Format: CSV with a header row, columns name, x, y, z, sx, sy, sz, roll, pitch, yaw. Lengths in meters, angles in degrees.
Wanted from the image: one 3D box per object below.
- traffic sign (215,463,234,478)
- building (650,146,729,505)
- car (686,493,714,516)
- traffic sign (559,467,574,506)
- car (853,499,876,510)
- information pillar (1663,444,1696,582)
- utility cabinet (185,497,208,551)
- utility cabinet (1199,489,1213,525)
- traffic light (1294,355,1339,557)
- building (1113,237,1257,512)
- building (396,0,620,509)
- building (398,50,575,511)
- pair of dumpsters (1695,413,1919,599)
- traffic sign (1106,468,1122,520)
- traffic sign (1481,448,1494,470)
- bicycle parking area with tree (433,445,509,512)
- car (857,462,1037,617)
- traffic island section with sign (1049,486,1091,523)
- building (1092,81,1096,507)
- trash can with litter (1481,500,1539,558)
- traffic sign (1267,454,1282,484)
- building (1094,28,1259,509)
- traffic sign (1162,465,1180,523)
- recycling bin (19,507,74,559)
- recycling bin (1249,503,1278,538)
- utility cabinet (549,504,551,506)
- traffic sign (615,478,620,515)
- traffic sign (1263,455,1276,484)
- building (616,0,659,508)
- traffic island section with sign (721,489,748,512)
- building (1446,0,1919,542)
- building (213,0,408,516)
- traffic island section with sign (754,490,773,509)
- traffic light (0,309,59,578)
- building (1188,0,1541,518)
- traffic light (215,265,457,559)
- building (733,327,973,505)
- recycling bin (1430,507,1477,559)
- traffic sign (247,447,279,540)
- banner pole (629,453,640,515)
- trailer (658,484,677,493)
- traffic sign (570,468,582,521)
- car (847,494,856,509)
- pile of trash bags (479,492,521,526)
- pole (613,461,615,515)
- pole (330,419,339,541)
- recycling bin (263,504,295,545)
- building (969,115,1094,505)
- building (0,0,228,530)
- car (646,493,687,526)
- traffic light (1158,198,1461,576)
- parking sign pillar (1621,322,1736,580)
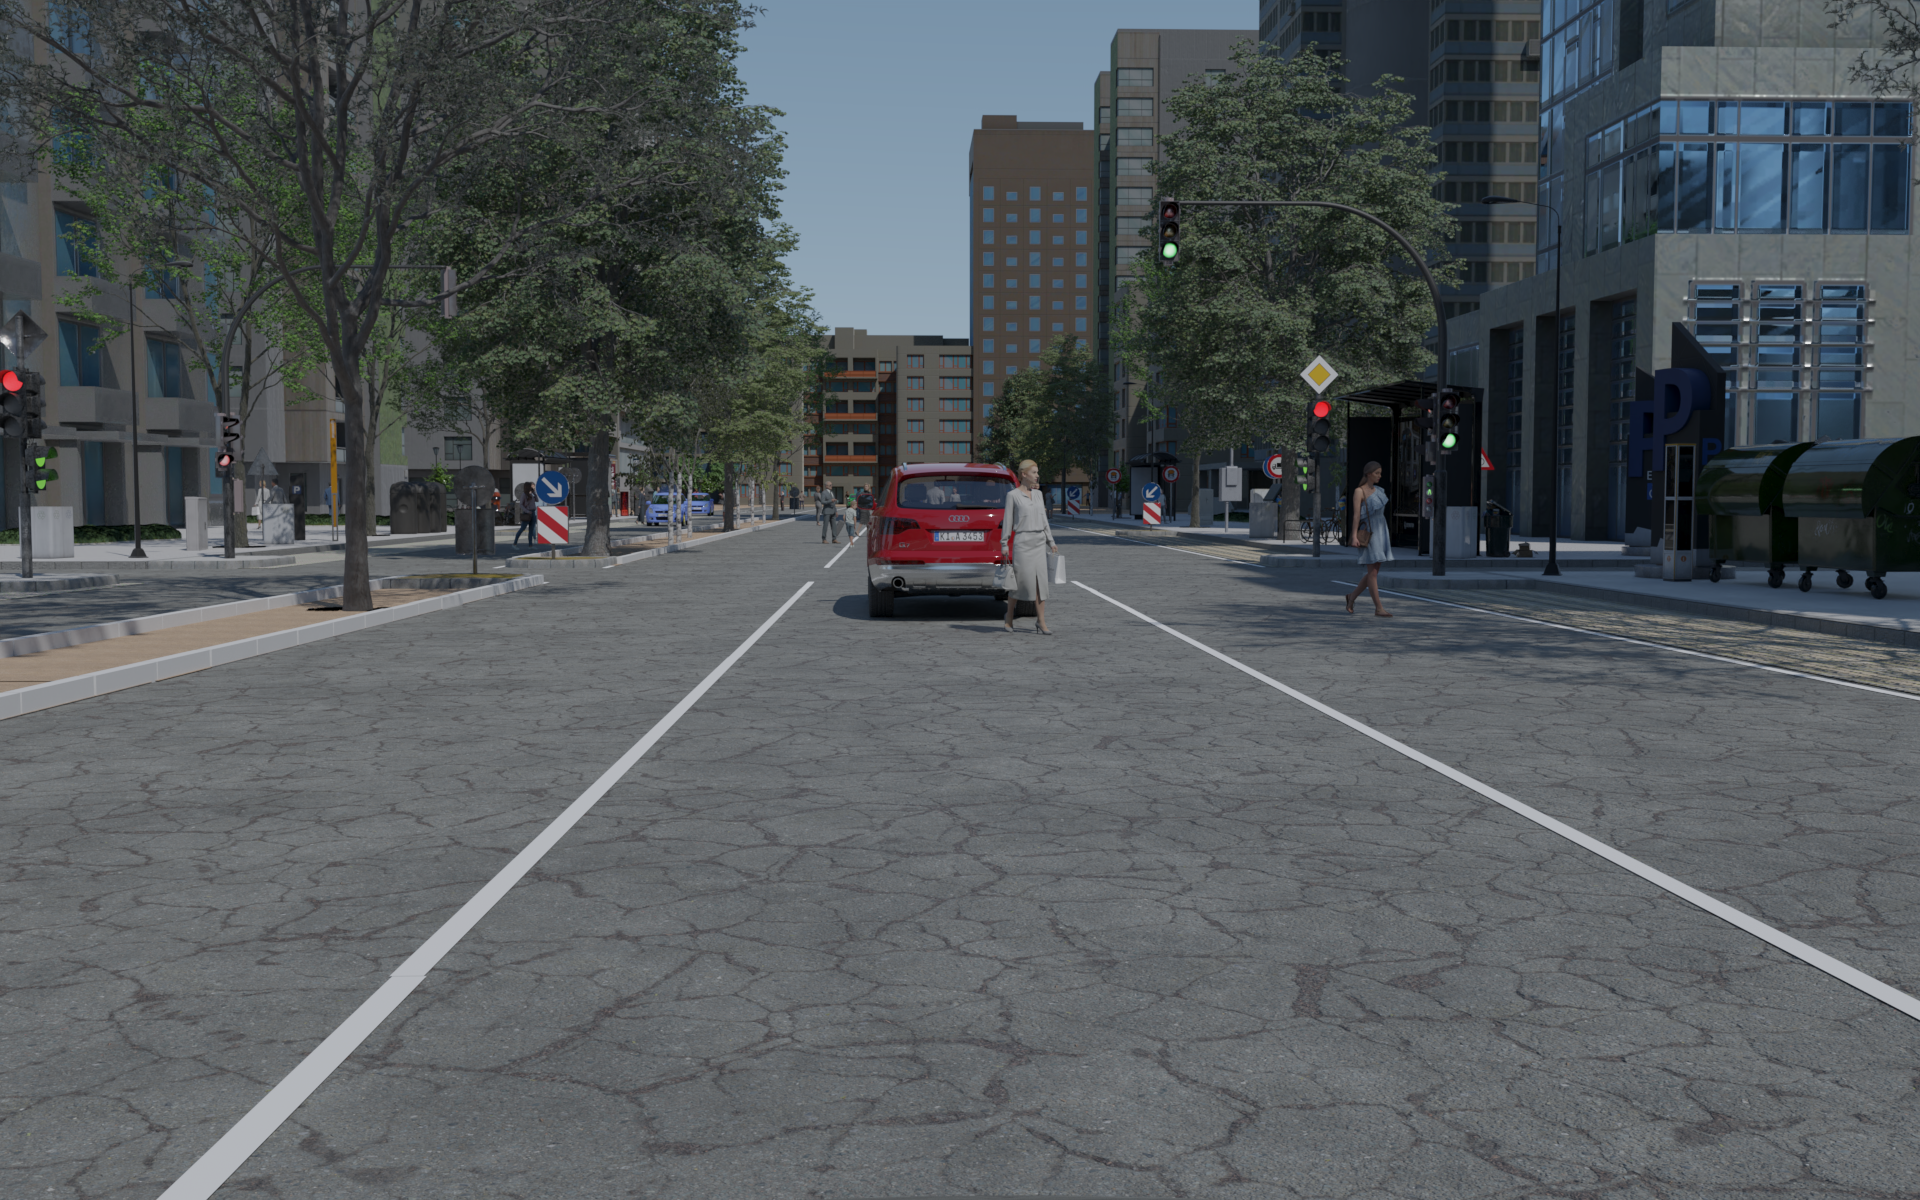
name,x,y,z,sx,sy,sz,roll,pitch,yaw
traffic sign,-19.112,-2.633,45.179,0.606,2.300,0.079,0,4,-1
building,-42.138,-34.045,211.260,28.867,44.769,22.147,0,4,-2
car,-17.116,-6.370,113.735,1.945,1.707,3.694,0,4,-4
traffic sign,-18.662,-5.008,81.979,0.768,2.556,0.104,0,4,5
car,-8.457,-8.785,153.859,2.015,1.641,3.980,0,4,-4
information pillar,10.546,-1.279,25.403,0.304,2.012,0.304,-1,4,-10
utility cabinet,-17.444,-1.740,39.604,0.306,1.237,1.020,-1,4,-13
utility cabinet,9.902,-3.789,70.628,0.318,1.500,1.173,3,5,40
traffic light,7.229,-2.825,35.112,0.839,4.253,0.868,0,4,-2
building,27.589,-17.774,135.641,27.650,21.520,28.899,0,4,-2
building,-38.904,-31.184,133.563,21.300,48.544,21.600,0,4,-2
building,-34.377,-21.085,116.437,14.160,30.474,14.107,0,4,-2
pair of dumpsters,11.534,-1.256,23.037,1.574,2.255,4.437,0,4,-2
traffic sign,7.497,-5.164,84.536,0.768,2.556,0.104,0,4,6
traffic sign,11.361,-2.345,38.345,0.884,2.594,0.081,0,4,3
bicycle parking area with tree,-30.490,-7.141,103.758,9.016,4.147,8.231,-1,4,-18
car,-0.154,-0.799,21.740,2.281,1.827,5.304,0,4,-3
traffic island section with sign,5.518,-4.795,87.032,1.989,1.847,2.006,0,4,-2
building,19.981,-29.832,171.355,14.154,41.232,14.086,0,4,-2
trash can with litter,11.156,-1.453,35.145,1.055,1.170,0.624,0,4,6
traffic sign,10.115,-3.355,54.959,0.768,2.556,0.104,0,4,4
building,20.274,-28.923,156.489,14.154,41.232,14.086,0,4,-2
traffic sign,9.410,-4.719,77.254,0.768,2.556,0.104,0,4,7
recycling bin,-18.274,-1.352,34.653,0.722,1.027,0.722,1,4,8
recycling bin,8.889,-2.335,50.736,0.722,1.027,0.722,1,4,19
utility cabinet,-20.804,-4.932,89.317,0.318,1.500,1.173,1,4,12
traffic sign,-21.293,-6.414,106.998,0.606,2.300,0.079,0,4,7
traffic sign,10.272,-3.457,56.626,0.768,2.556,0.104,0,4,1
building,-43.188,-35.043,162.198,27.495,52.752,28.713,0,4,-2
traffic island section with sign,-17.683,-7.803,136.205,1.989,1.847,2.006,0,4,-2
building,32.294,-45.236,52.274,31.000,86.520,22.319,0,4,-2
building,-37.958,-24.835,89.649,14.154,41.232,14.086,0,4,-2
traffic island section with sign,-18.597,-9.451,163.145,1.989,1.847,2.006,0,4,-2
traffic light,-14.249,-2.291,26.379,0.839,4.253,0.868,0,4,-2
building,30.330,-24.882,98.699,32.217,40.220,23.993,0,4,-2
traffic light,-12.432,-3.657,34.466,4.771,5.953,1.251,0,4,-2
building,-13.355,-22.653,215.407,28.899,21.520,27.650,0,4,-2
recycling bin,9.873,-1.352,34.653,0.722,1.027,0.722,3,4,38
traffic sign,-19.378,-2.943,48.125,0.884,2.594,0.081,0,4,0
banner pole,-19.994,-7.113,106.308,0.863,3.779,0.401,-2,4,-29
trailer,-16.667,-5.613,98.820,1.471,1.999,3.904,0,4,-4
traffic sign,-18.605,-5.097,83.443,0.768,2.556,0.104,0,4,5
car,-9.716,-9.485,163.875,1.959,1.807,4.718,0,4,-1
pile of trash bags,-18.744,-3.709,70.401,1.912,1.369,3.447,-1,4,-21
pole,-21.454,-6.950,107.480,0.158,3.312,0.155,0,3,0
pole,-16.976,-3.249,46.971,0.158,3.312,0.155,0,3,0
recycling bin,-17.428,-1.943,44.318,0.722,1.027,0.722,-1,4,-19
building,8.446,-34.124,208.038,14.200,45.320,14.600,0,4,-2
building,-38.706,-26.634,55.072,23.786,49.044,30.456,0,4,-2
car,-13.149,-4.196,78.188,1.945,1.707,3.694,0,4,-2
traffic light,5.412,-3.196,26.919,4.771,5.953,1.251,0,4,-2
parking sign pillar,11.157,-2.329,26.549,1.447,3.967,1.447,0,4,-8
